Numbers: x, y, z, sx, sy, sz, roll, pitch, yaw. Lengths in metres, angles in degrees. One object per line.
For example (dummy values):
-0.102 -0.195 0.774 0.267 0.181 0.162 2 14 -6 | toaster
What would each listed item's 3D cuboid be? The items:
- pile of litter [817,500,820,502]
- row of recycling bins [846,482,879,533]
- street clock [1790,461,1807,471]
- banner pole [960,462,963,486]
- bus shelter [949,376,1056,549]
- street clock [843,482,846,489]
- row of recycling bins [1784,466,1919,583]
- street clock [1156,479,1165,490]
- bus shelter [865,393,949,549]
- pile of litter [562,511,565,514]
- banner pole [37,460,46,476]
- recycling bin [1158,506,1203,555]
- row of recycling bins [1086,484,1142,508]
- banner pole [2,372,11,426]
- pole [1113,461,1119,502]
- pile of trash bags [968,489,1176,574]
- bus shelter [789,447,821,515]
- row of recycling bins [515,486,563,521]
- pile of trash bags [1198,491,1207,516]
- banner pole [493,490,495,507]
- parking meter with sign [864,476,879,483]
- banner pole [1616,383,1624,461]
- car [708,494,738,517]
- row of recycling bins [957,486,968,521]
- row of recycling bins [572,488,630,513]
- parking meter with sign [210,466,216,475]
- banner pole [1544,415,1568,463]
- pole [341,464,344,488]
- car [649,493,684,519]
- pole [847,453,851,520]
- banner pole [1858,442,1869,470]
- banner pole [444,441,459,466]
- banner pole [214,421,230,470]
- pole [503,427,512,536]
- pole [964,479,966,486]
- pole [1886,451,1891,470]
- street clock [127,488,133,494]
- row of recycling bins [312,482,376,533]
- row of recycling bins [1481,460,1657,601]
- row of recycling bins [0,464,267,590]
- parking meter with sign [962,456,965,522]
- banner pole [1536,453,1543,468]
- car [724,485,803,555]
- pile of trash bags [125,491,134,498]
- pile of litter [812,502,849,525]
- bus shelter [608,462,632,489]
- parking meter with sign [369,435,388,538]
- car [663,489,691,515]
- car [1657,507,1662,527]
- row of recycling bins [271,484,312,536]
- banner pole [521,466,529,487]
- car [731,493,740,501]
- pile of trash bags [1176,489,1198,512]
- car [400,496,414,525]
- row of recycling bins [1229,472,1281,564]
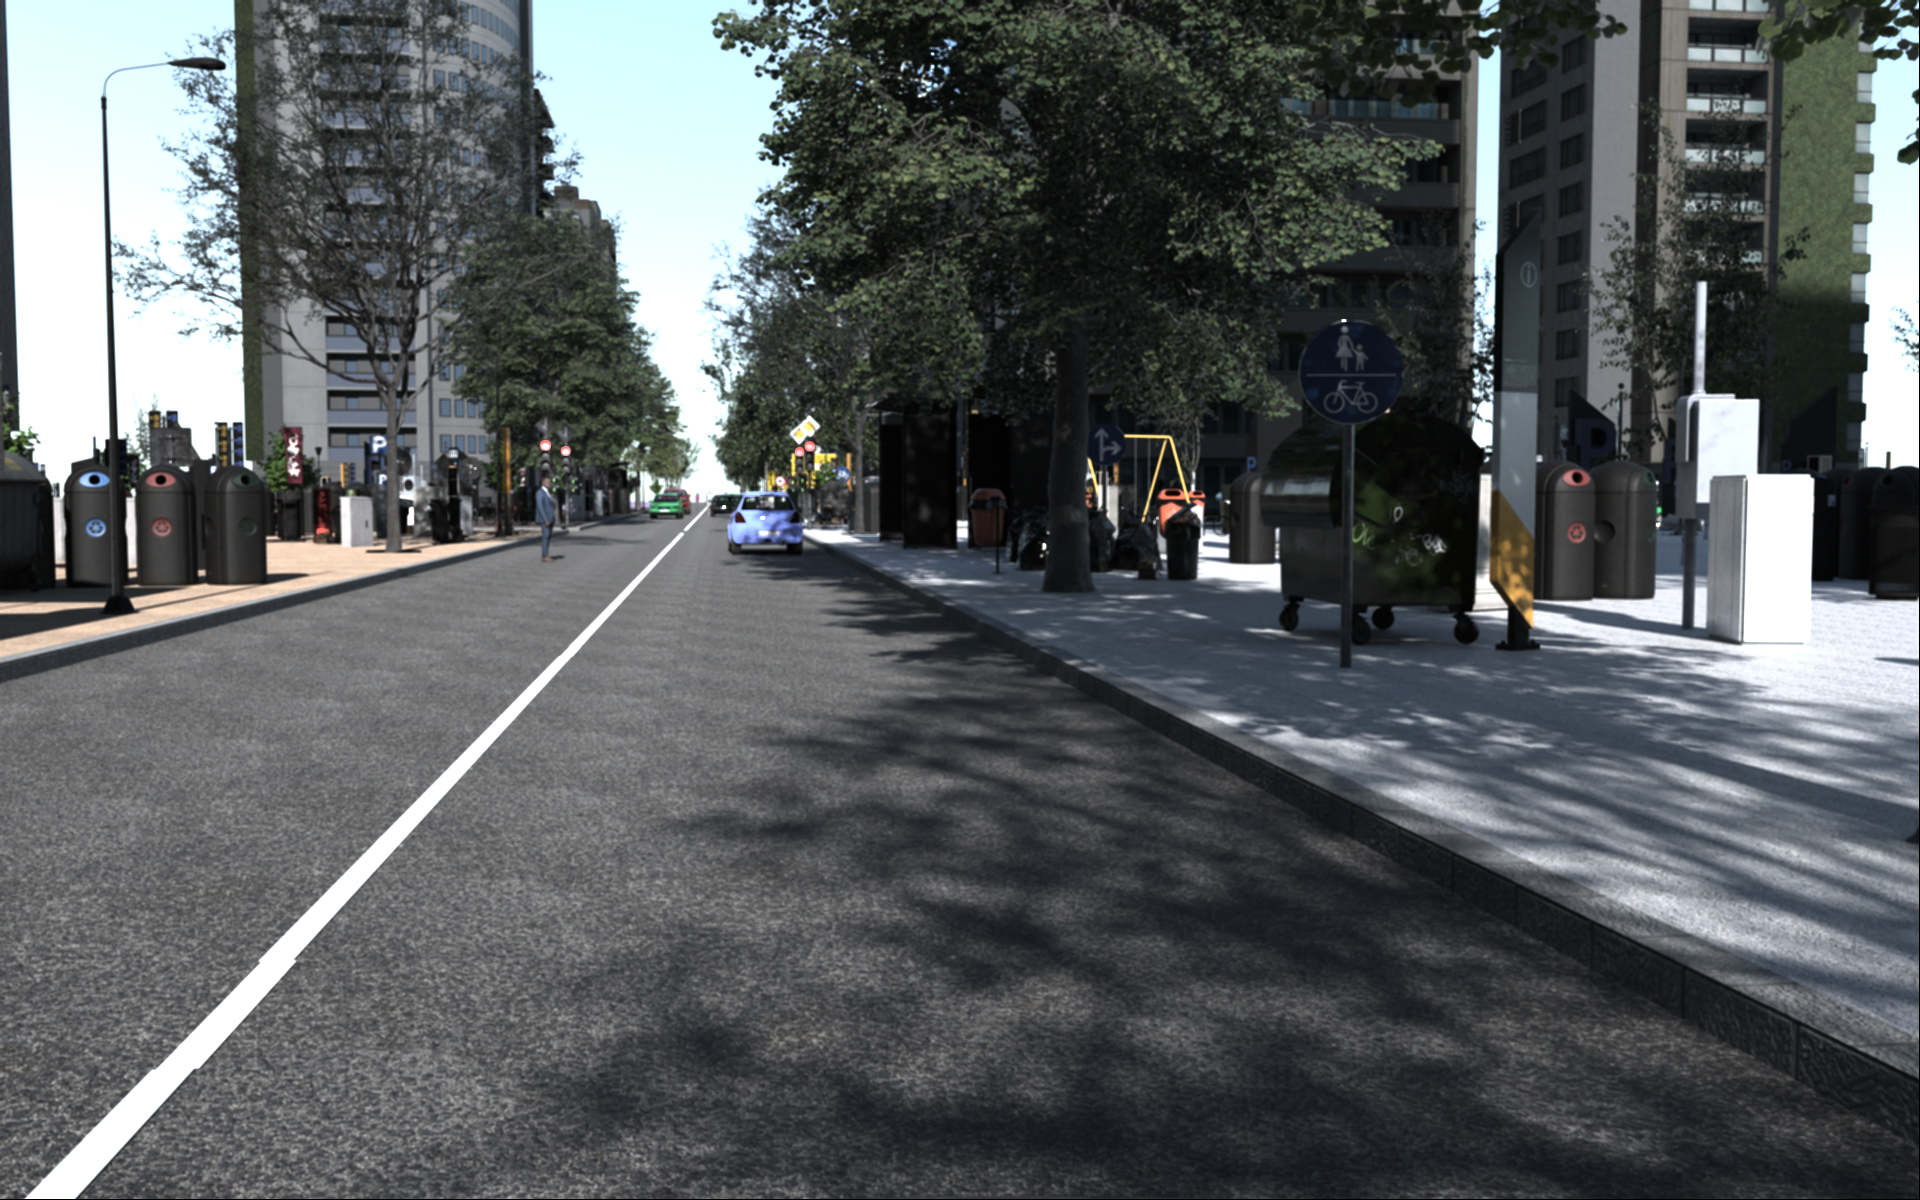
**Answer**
-11.525 -7.643 138.933 1.719 0.858 1.176 -2 4 -28 | pile of litter
-3.063 -3.160 58.780 1.069 1.692 3.534 -1 4 -13 | row of recycling bins
18.386 -2.038 37.886 0.471 2.002 0.358 -2 4 -29 | street clock
0.407 -7.964 120.235 0.863 3.779 0.401 -1 4 -12 | banner pole
1.091 -2.812 37.267 1.731 3.624 6.357 0 4 -8 | bus shelter
-5.746 -4.957 85.618 0.358 2.002 0.471 0 4 -8 | street clock
13.686 -1.189 26.557 1.069 1.692 3.534 0 4 -4 | row of recycling bins
9.369 -4.704 81.486 0.471 2.002 0.358 -1 4 -13 | street clock
-1.247 -3.187 43.388 1.731 3.624 6.357 0 4 -8 | bus shelter
-24.812 -5.841 109.460 1.176 0.858 1.719 -2 4 -23 | pile of litter
-66.967 -8.334 126.277 0.401 3.779 0.863 1 4 22 | banner pole
4.692 -1.490 36.916 0.722 1.027 0.722 -2 4 -27 | recycling bin
6.467 -4.039 73.148 1.069 1.692 3.534 -2 4 -30 | row of recycling bins
-19.294 -2.753 35.023 0.401 3.779 0.863 -3 5 -44 | banner pole
5.751 -4.283 63.877 0.158 3.312 0.155 0 3 0 | pole
1.624 -1.168 28.850 3.447 1.369 1.912 -2 4 -35 | pile of trash bags
-10.512 -8.688 119.674 2.179 5.291 8.768 0 4 -8 | bus shelter
-20.438 -4.709 84.106 1.069 1.692 3.534 -3 5 -44 | row of recycling bins
5.471 -2.465 50.056 3.447 1.369 1.912 -1 4 -14 | pile of trash bags
-36.852 -8.985 136.914 0.401 3.779 0.863 -1 4 -17 | banner pole
-3.676 -4.692 72.982 1.738 3.016 0.543 -3 5 -39 | parking meter with sign
14.797 -2.993 38.945 0.401 3.779 0.863 2 4 28 | banner pole
-15.073 -6.167 110.609 2.009 1.686 4.222 -1 4 -10 | car
0.255 -4.741 84.625 1.069 1.692 3.534 -1 4 -10 | row of recycling bins
-23.647 -6.588 114.831 3.534 1.692 1.069 0 4 -2 | row of recycling bins
-46.820 -6.920 109.404 0.543 3.016 1.738 -1 4 -10 | parking meter with sign
19.063 -3.973 54.979 0.863 3.779 0.401 -2 4 -31 | banner pole
-41.711 -7.532 116.985 0.158 3.312 0.155 0 3 0 | pole
-17.090 -5.631 100.855 1.959 1.807 4.718 0 4 -6 | car
-5.555 -5.668 86.515 0.158 3.312 0.155 0 3 0 | pole
43.286 -5.689 83.030 0.863 3.779 0.401 -2 4 -28 | banner pole
-24.011 -5.606 81.675 0.863 3.779 0.401 0 4 4 | banner pole
-25.345 -4.248 59.477 0.863 3.779 0.401 2 4 25 | banner pole
-13.770 -3.600 52.703 0.158 3.312 0.155 0 3 0 | pole
0.246 -6.318 97.136 0.158 3.312 0.155 0 3 0 | pole
44.159 -5.419 82.447 0.158 3.312 0.155 0 3 0 | pole
-54.307 -6.646 113.225 0.471 2.002 0.358 -3 4 -36 | street clock
-20.596 -3.108 57.932 1.069 1.692 3.534 3 4 36 | row of recycling bins
6.860 -0.845 20.927 3.534 1.692 1.069 -1 4 -22 | row of recycling bins
-11.580 -1.041 24.129 3.534 1.692 1.069 -2 4 -25 | row of recycling bins
-0.668 -5.045 78.754 1.738 3.016 0.543 0 4 -6 | parking meter with sign
31.291 -6.312 93.219 0.863 3.779 0.401 -1 4 -23 | banner pole
-4.775 -1.995 42.209 1.945 1.707 3.694 -1 4 -9 | car
-49.481 -5.872 105.759 3.447 1.369 1.912 3 5 44 | pile of trash bags
-5.457 -3.575 72.412 1.719 0.858 1.176 0 4 4 | pile of litter
-25.489 -8.435 129.189 1.731 3.624 6.357 0 4 -8 | bus shelter
-16.984 -3.339 50.862 0.543 3.016 1.738 -1 4 -21 | parking meter with sign
-20.017 -6.911 121.662 2.281 1.827 5.304 0 4 -6 | car
26.590 -3.738 69.914 4.718 1.807 1.959 -1 4 -8 | car
-21.717 -2.779 52.557 3.534 1.692 1.069 0 4 -5 | row of recycling bins
-32.599 -8.549 129.793 0.863 3.779 0.401 -2 4 -34 | banner pole
-16.699 -7.202 126.548 1.959 1.807 4.718 0 4 -8 | car
2.570 -1.397 32.601 3.447 1.369 1.912 0 4 0 | pile of trash bags
-20.817 -3.117 63.324 4.827 1.381 2.083 0 4 -8 | car
6.766 -1.521 31.974 3.534 1.692 1.069 0 4 -1 | row of recycling bins
